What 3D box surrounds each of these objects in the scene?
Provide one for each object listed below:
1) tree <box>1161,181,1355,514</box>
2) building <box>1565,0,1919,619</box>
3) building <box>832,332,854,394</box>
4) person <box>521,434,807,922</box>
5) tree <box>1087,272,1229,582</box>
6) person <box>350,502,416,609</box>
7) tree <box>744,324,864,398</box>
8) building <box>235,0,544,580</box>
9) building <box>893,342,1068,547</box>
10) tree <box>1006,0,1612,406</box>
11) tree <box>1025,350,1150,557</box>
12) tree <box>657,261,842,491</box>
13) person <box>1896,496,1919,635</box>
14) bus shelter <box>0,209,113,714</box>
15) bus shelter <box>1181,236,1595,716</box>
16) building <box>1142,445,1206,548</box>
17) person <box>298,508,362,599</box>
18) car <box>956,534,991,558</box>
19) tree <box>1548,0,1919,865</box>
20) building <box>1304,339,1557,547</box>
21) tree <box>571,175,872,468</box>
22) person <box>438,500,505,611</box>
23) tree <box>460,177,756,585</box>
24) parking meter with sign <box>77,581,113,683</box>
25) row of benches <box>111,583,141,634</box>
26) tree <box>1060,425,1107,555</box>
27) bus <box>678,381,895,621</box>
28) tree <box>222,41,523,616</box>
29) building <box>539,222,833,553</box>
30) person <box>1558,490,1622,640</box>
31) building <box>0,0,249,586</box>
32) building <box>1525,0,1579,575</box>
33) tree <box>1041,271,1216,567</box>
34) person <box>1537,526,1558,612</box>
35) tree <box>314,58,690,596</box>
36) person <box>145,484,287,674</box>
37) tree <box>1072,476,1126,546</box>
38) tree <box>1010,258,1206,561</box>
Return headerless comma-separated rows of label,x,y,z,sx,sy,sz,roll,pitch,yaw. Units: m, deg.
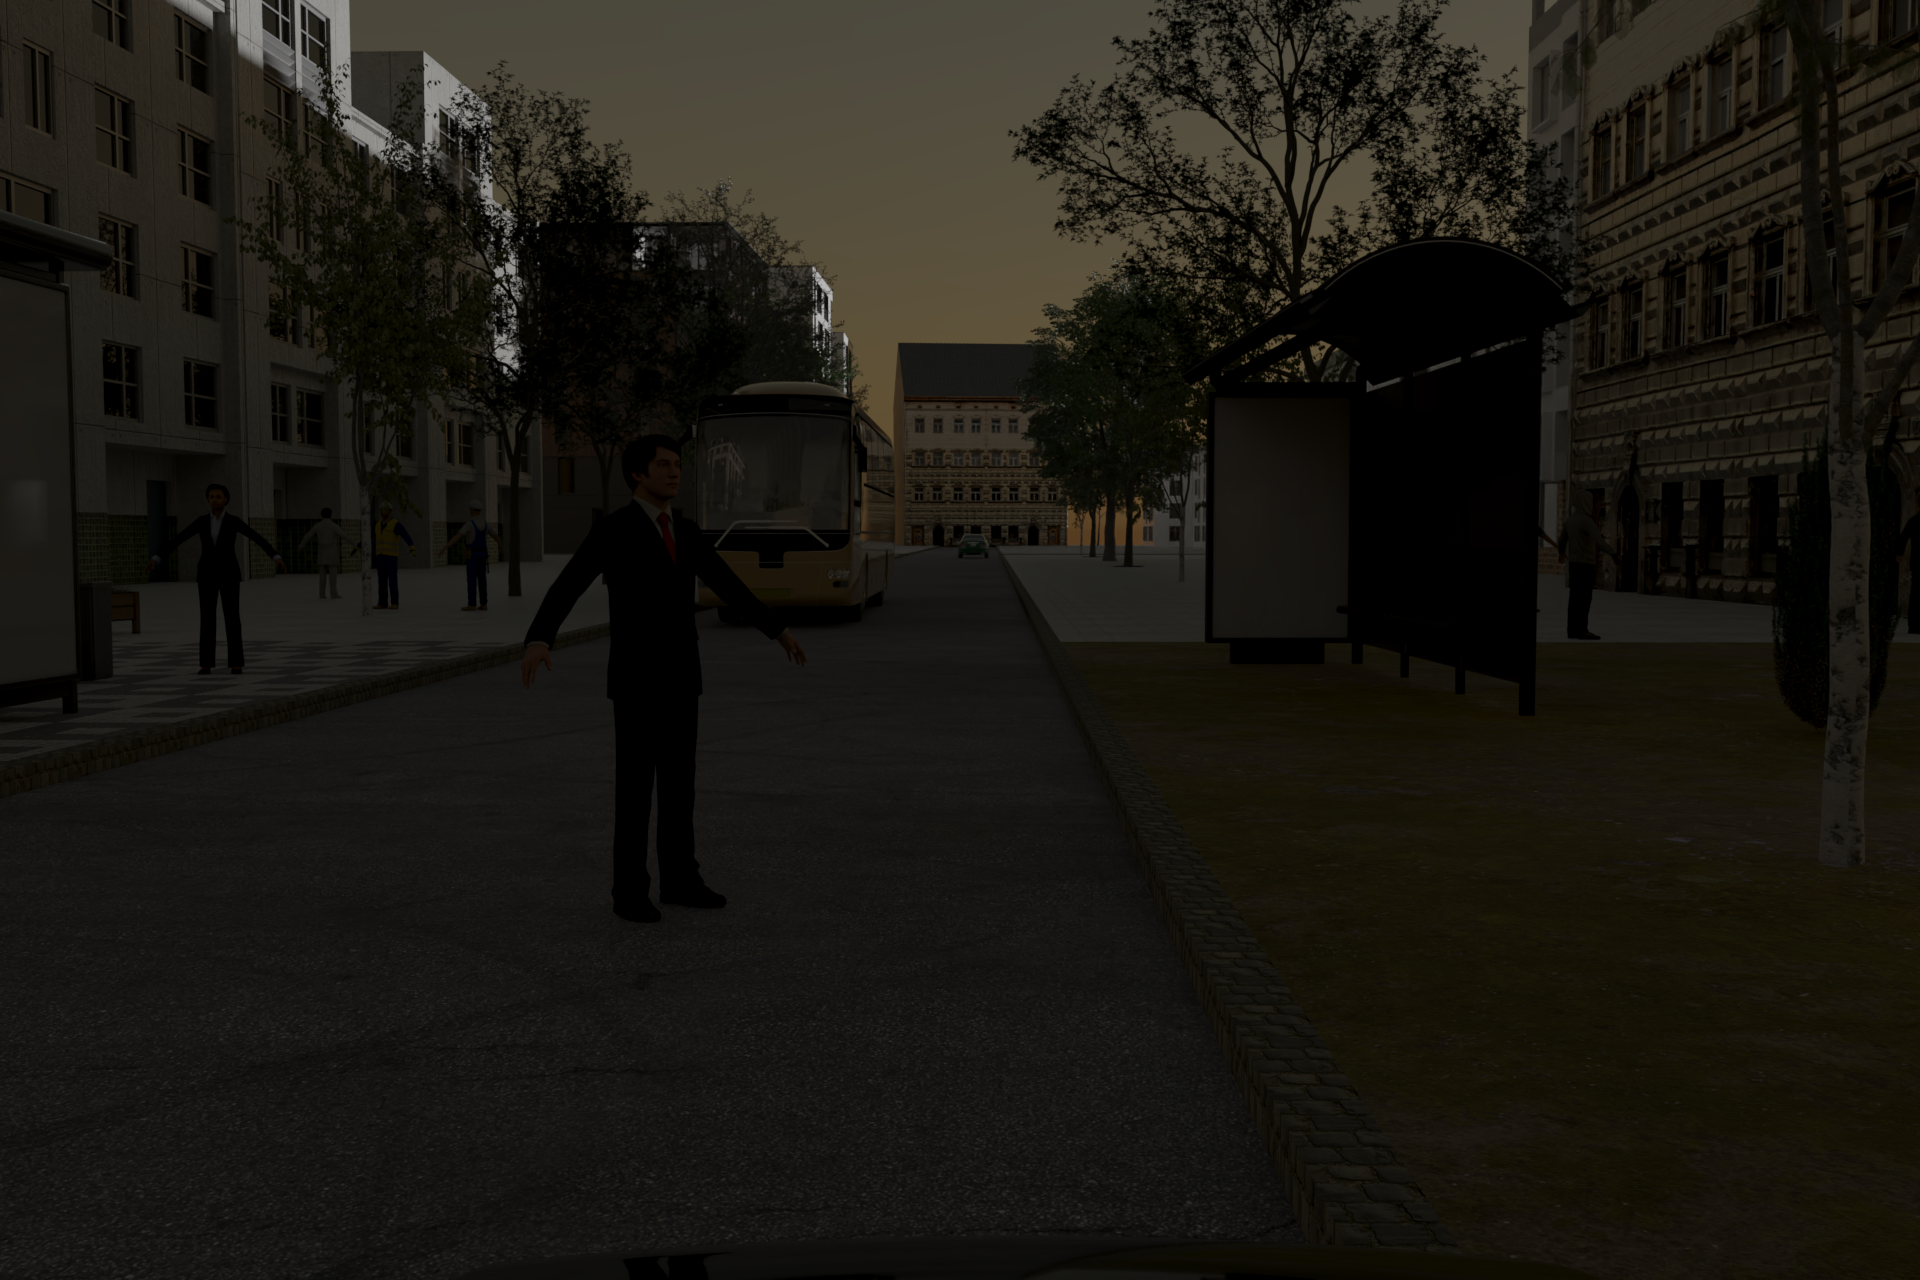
tree,6.134,-5.316,37.273,4.737,8.622,4.395,0,3,0
building,23.629,-12.271,31.565,19.493,23.208,18.063,0,4,1
building,-25.624,-20.135,173.175,27.936,21.610,32.646,0,4,0
person,-1.133,0.128,6.557,0.705,1.806,1.347,3,5,40
tree,5.862,-5.900,46.831,4.737,8.622,4.395,0,3,0
person,-9.802,-1.444,29.579,1.349,1.833,0.705,1,4,21
tree,-8.201,-9.808,86.110,9.928,11.665,9.643,0,3,0
building,-27.956,-12.082,63.992,16.747,18.905,31.486,0,4,1
building,1.955,-22.325,198.397,18.063,23.208,19.493,0,4,-6
tree,5.162,-5.483,24.055,8.767,10.594,7.601,-1,4,-20
tree,7.324,-10.351,94.993,9.928,11.665,9.643,0,3,0
tree,-8.748,-9.434,72.378,7.486,12.596,7.792,0,3,0
person,12.354,-0.974,22.142,0.704,1.802,1.346,0,4,-5
bus shelter,-7.277,-1.860,8.041,2.179,5.291,8.768,0,4,2
bus shelter,3.253,-1.263,14.567,2.014,3.302,5.546,0,4,-1
building,23.427,-13.880,169.079,9.099,9.664,28.070,0,4,1
person,-12.580,-1.732,34.501,1.347,1.806,0.705,0,4,7
car,0.821,-5.637,103.968,2.131,1.459,4.920,0,4,1
tree,3.639,-3.443,6.660,4.360,8.622,3.978,0,3,0
building,21.604,-8.033,73.482,9.099,9.664,28.070,0,4,1
tree,-8.565,-9.162,60.168,12.009,13.543,11.850,0,3,0
person,-8.123,-1.416,29.014,0.705,1.847,1.347,3,4,36
tree,-8.813,-6.703,44.014,8.767,10.594,7.601,1,4,22
parking meter with sign,-7.761,-1.117,14.524,0.543,3.016,1.738,0,4,0
row of benches,-11.296,-0.311,20.547,1.422,0.672,4.104,1,4,14
tree,7.075,-9.368,103.536,4.360,8.622,3.978,0,3,0
bus,-2.746,-2.454,31.668,2.896,3.916,12.252,0,4,1
tree,-9.071,-4.687,26.998,4.737,8.622,4.395,0,3,0
building,-25.125,-17.506,130.195,27.936,21.610,32.646,0,4,2
person,7.614,-0.918,21.132,0.705,1.813,1.348,-1,4,-10
building,-27.993,-10.048,30.739,16.747,18.905,31.486,0,4,2
building,23.589,-12.149,55.056,16.016,20.090,11.380,0,4,1
tree,6.663,-8.639,67.001,9.928,11.665,9.643,0,3,0
person,9.278,-1.360,28.382,1.345,1.843,0.704,-1,4,-16
tree,-9.277,-6.157,35.082,8.767,10.594,7.601,1,4,11
person,-6.772,-0.555,15.791,1.216,1.740,0.721,-1,4,-11
tree,15.562,-15.678,190.743,7.601,10.594,8.767,0,4,5
tree,7.141,-10.722,81.957,9.857,13.997,8.962,0,3,0
